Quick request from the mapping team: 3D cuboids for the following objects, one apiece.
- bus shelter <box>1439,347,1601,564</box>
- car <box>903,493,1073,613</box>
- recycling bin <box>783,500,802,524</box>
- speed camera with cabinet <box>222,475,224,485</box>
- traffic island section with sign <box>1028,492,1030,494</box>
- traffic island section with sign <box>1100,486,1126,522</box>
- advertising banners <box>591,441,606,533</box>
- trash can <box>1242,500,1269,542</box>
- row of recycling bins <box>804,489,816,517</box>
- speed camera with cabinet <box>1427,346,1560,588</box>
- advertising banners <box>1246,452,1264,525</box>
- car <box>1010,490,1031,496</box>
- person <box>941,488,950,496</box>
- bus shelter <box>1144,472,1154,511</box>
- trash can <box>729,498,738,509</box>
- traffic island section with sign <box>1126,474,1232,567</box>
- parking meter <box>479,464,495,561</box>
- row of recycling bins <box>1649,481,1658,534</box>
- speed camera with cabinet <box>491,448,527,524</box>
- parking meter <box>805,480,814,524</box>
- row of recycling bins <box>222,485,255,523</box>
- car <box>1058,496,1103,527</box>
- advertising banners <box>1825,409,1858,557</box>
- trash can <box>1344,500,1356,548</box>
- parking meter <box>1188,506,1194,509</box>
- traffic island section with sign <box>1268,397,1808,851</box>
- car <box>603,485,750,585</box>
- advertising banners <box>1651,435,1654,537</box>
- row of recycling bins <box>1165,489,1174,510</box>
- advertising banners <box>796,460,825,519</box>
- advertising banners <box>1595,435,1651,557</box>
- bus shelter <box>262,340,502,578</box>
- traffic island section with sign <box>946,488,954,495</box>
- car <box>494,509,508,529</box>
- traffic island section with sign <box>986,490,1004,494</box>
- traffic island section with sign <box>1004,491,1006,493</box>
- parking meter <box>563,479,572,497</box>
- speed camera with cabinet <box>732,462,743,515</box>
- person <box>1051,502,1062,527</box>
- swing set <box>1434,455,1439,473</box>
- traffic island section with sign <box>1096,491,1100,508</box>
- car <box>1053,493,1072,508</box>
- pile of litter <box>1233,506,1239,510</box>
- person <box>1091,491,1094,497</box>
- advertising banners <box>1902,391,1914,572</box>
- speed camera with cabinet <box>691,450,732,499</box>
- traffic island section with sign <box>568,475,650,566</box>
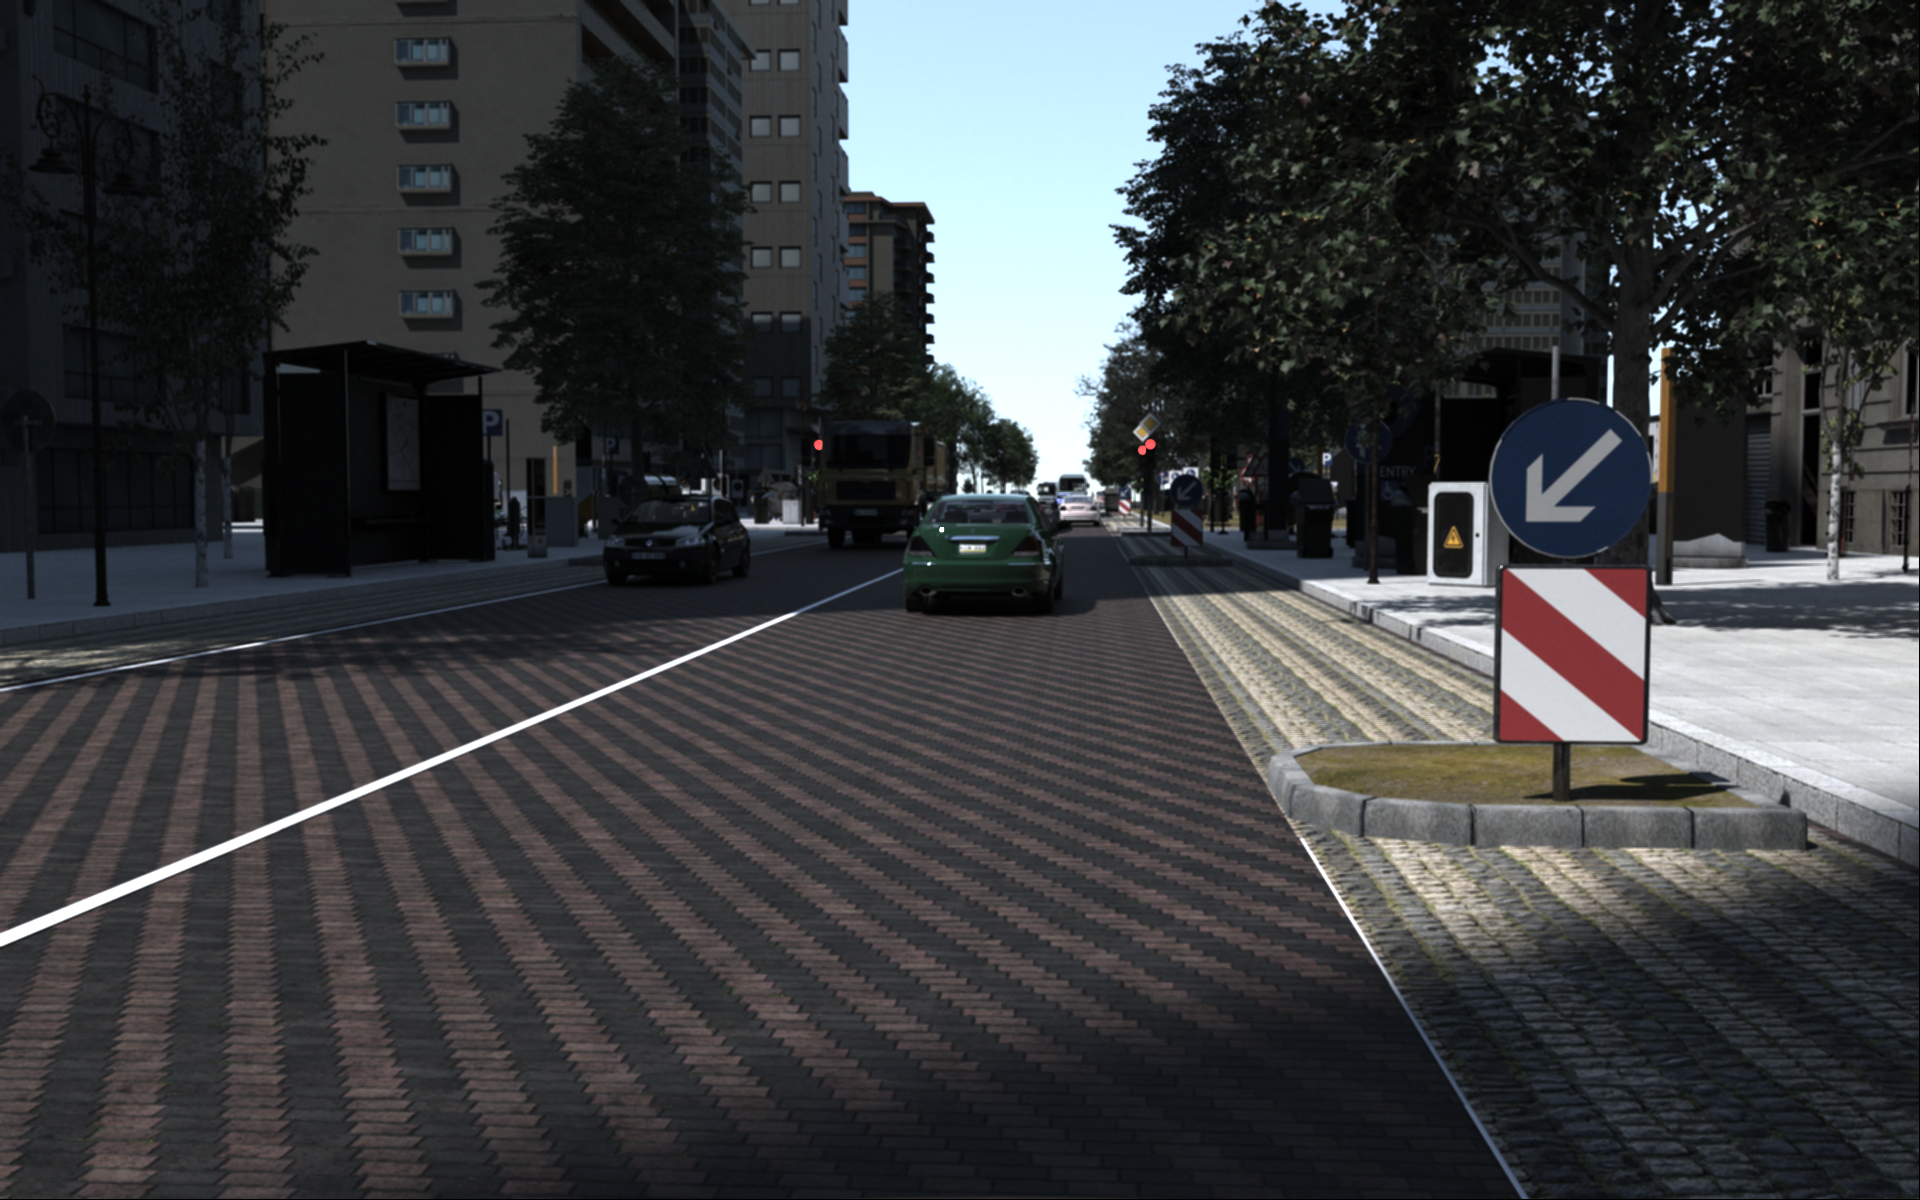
[{"bbox_3d":[9.620,-2.412,30.719,1.731,3.624,6.357,0,4,4],"label":"bus shelter"},{"bbox_3d":[0.374,-0.650,22.423,2.131,1.459,4.920,0,4,6],"label":"car"},{"bbox_3d":[-7.156,-3.755,73.954,0.722,1.027,0.722,0,4,5],"label":"recycling bin"},{"bbox_3d":[-35.902,-5.466,83.705,0.660,3.252,2.038,-1,4,-21],"label":"speed camera with cabinet"},{"bbox_3d":[10.888,-16.437,277.373,1.989,1.847,2.006,0,4,4],"label":"traffic island section with sign"},{"bbox_3d":[8.457,-5.001,90.393,1.989,1.847,2.006,0,4,4],"label":"traffic island section with sign"},{"bbox_3d":[-11.832,-3.703,56.732,0.090,3.025,2.074,-2,4,-24],"label":"advertising banners"},{"bbox_3d":[7.561,-1.993,44.235,0.748,1.137,0.748,0,3,0],"label":"trash can"},{"bbox_3d":[-7.189,-5.557,97.975,3.534,1.692,1.069,1,4,11],"label":"row of recycling bins"},{"bbox_3d":[7.399,-1.794,23.670,0.660,3.252,2.038,-3,4,-38],"label":"speed camera with cabinet"},{"bbox_3d":[12.386,-4.614,71.624,0.090,3.025,2.074,-1,4,-23],"label":"advertising banners"},{"bbox_3d":[5.455,-9.309,160.872,2.281,1.827,5.304,0,4,5],"label":"car"},{"bbox_3d":[-0.797,-5.606,100.175,0.660,1.820,0.620,0,4,5],"label":"person"},{"bbox_3d":[14.752,-8.833,135.709,1.731,3.624,6.357,0,4,4],"label":"bus shelter"},{"bbox_3d":[-7.702,-2.781,57.117,0.748,1.137,0.748,0,3,0],"label":"trash can"},{"bbox_3d":[4.421,-1.610,34.948,1.989,1.847,2.006,0,4,4],"label":"traffic island section with sign"},{"bbox_3d":[-9.183,-1.696,33.440,0.255,1.863,0.399,-3,5,-41],"label":"parking meter"},{"bbox_3d":[21.252,-3.000,56.166,3.534,1.692,1.069,1,4,22],"label":"row of recycling bins"},{"bbox_3d":[-19.775,-4.942,75.136,2.038,3.252,0.660,-3,5,-40],"label":"speed camera with cabinet"},{"bbox_3d":[-6.382,-4.145,73.487,0.255,1.863,0.399,1,4,17],"label":"parking meter"},{"bbox_3d":[-33.244,-4.383,78.768,1.069,1.692,3.534,1,4,10],"label":"row of recycling bins"},{"bbox_3d":[5.351,-3.990,77.602,2.083,1.381,4.827,0,4,5],"label":"car"},{"bbox_3d":[17.977,-2.390,35.261,0.090,3.025,2.074,3,5,40],"label":"advertising banners"},{"bbox_3d":[9.488,-1.804,41.142,0.748,1.137,0.748,0,3,0],"label":"trash can"},{"bbox_3d":[12.829,-5.373,96.254,0.372,1.533,0.369,0,3,0],"label":"parking meter"},{"bbox_3d":[2.465,0.043,7.923,1.989,1.847,2.006,0,4,4],"label":"traffic island section with sign"},{"bbox_3d":[-4.644,-1.158,28.726,2.009,1.686,4.222,0,4,5],"label":"car"},{"bbox_3d":[21.121,-3.379,51.427,2.074,3.025,0.090,1,4,18],"label":"advertising banners"},{"bbox_3d":[16.618,-8.005,138.002,1.069,1.692,3.534,1,4,9],"label":"row of recycling bins"},{"bbox_3d":[-7.544,-5.675,88.966,2.074,3.025,0.090,-3,4,-36],"label":"advertising banners"},{"bbox_3d":[12.976,-2.406,35.519,2.074,3.025,0.090,1,4,19],"label":"advertising banners"},{"bbox_3d":[-9.694,-2.347,29.659,1.731,3.624,6.357,0,4,4],"label":"bus shelter"},{"bbox_3d":[-0.707,-6.670,117.674,1.989,1.847,2.006,0,4,4],"label":"traffic island section with sign"},{"bbox_3d":[-19.484,-3.273,65.315,4.920,1.459,2.131,0,4,3],"label":"car"},{"bbox_3d":[2.935,-9.749,168.017,1.989,1.847,2.006,0,4,4],"label":"traffic island section with sign"},{"bbox_3d":[4.891,-11.393,194.901,1.989,1.847,2.006,0,4,4],"label":"traffic island section with sign"},{"bbox_3d":[-15.549,-3.850,68.663,0.255,1.863,0.399,0,4,-1],"label":"parking meter"},{"bbox_3d":[-14.499,-6.914,107.387,2.038,3.252,0.660,-1,4,-18],"label":"speed camera with cabinet"},{"bbox_3d":[2.723,-2.135,48.423,0.382,1.210,0.505,-2,4,-26],"label":"person"},{"bbox_3d":[18.236,-4.350,68.737,3.119,2.851,2.862,-2,4,-34],"label":"swing set"},{"bbox_3d":[10.409,-6.645,117.277,1.989,1.847,2.006,0,4,4],"label":"traffic island section with sign"},{"bbox_3d":[8.366,-7.889,138.571,1.945,1.707,3.694,0,4,4],"label":"car"},{"bbox_3d":[21.845,-7.527,137.034,1.176,0.858,1.719,0,4,8],"label":"pile of litter"},{"bbox_3d":[19.237,-14.856,251.384,0.705,1.826,1.348,-1,4,-20],"label":"person"},{"bbox_3d":[15.964,-2.014,29.122,0.090,3.025,2.074,2,4,30],"label":"advertising banners"},{"bbox_3d":[-11.438,-5.106,77.813,2.038,3.252,0.660,0,4,6],"label":"speed camera with cabinet"},{"bbox_3d":[-6.710,-1.623,35.165,1.989,1.847,2.006,0,4,4],"label":"traffic island section with sign"}]
